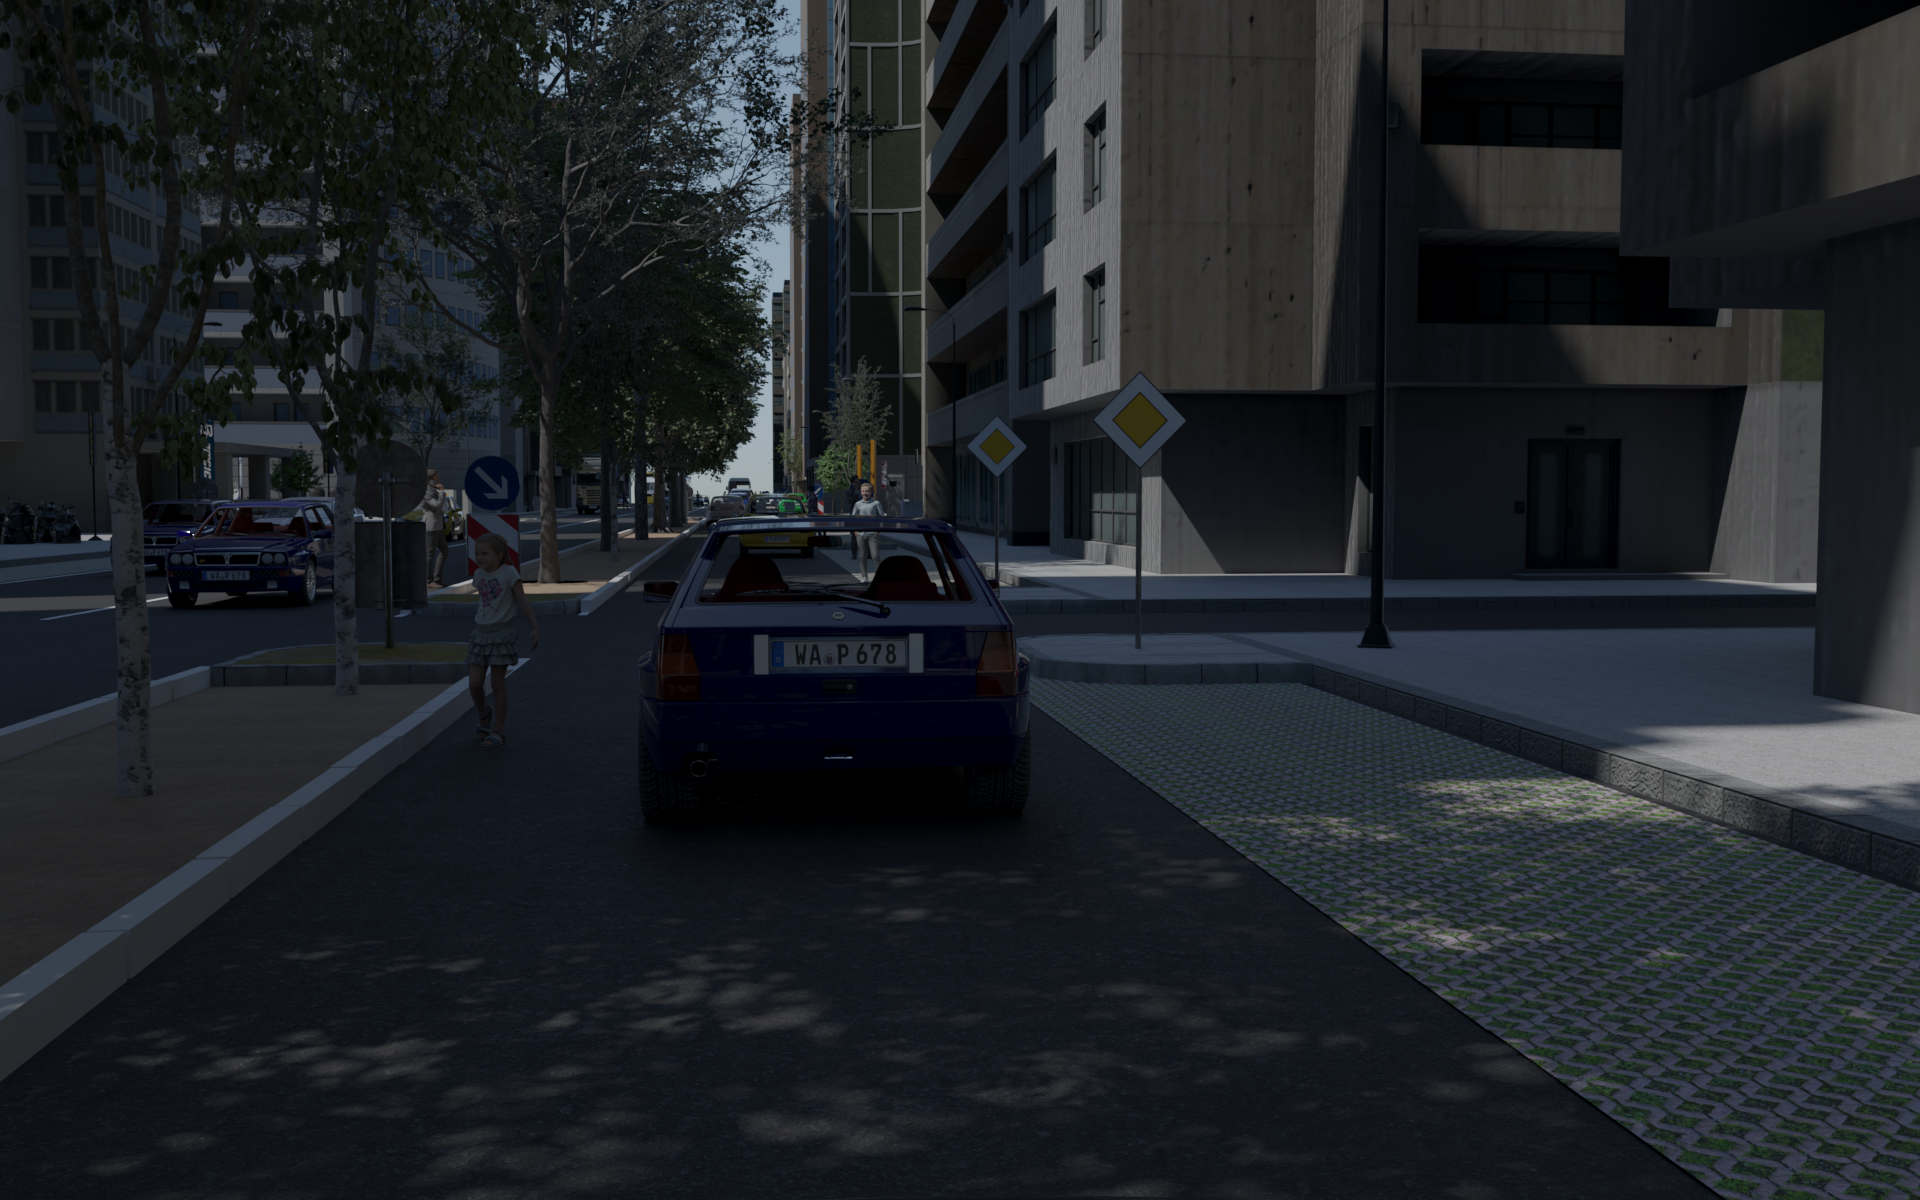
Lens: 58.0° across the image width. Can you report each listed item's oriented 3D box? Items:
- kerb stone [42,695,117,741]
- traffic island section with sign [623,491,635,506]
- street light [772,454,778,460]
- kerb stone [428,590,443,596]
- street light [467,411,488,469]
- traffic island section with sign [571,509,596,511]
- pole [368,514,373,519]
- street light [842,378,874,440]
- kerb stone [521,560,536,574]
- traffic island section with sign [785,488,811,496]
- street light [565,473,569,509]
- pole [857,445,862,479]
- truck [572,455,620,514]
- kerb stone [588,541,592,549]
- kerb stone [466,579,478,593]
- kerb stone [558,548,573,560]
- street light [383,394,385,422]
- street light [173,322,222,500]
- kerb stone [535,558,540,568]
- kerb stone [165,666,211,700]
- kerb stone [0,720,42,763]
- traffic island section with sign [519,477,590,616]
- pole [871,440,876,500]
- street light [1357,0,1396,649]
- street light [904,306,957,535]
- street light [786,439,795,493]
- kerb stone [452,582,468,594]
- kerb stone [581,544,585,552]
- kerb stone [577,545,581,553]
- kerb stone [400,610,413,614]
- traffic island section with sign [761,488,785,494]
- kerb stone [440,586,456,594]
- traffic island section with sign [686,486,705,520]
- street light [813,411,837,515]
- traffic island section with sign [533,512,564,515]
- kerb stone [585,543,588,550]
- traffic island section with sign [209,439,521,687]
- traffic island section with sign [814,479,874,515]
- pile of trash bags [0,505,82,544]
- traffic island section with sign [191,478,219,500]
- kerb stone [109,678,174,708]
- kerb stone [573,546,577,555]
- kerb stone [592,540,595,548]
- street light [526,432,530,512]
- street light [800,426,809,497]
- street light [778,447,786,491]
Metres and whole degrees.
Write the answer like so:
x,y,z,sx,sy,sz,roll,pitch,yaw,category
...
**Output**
x,y,z,sx,sy,sz,roll,pitch,yaw,category
-5.309,0.722,10.417,0.120,0.150,1.000,0,4,-7,kerb stone
-38.672,-11.750,200.733,1.989,1.847,2.006,0,4,-7,traffic island section with sign
-20.743,-13.985,201.201,1.470,5.913,1.316,0,4,-7,street light
-6.781,0.004,22.128,0.120,0.150,1.000,0,4,-7,kerb stone
-26.858,-7.582,96.506,1.470,5.913,1.316,0,4,-7,street light
-31.769,-8.418,146.269,1.989,1.847,2.006,0,4,-7,traffic island section with sign
-29.994,-5.762,88.055,0.158,3.312,0.155,0,3,0,pole
-4.030,-5.933,69.549,1.470,5.913,1.316,0,4,-7,street light
-8.074,-0.618,32.306,0.120,0.150,1.000,0,4,-7,kerb stone
-6.106,-3.859,71.730,1.989,1.847,2.006,0,4,-7,traffic island section with sign
-33.836,-10.926,151.186,1.470,5.913,1.316,0,4,-7,street light
-4.180,-4.794,72.221,0.158,3.312,0.155,0,3,0,pole
-26.147,-8.329,125.085,2.839,4.237,11.283,0,4,-8,truck
-9.620,-1.364,44.497,0.120,0.150,1.000,0,4,-7,kerb stone
-7.180,-0.179,25.199,0.120,0.150,1.000,0,4,-7,kerb stone
-8.976,-1.052,39.417,0.120,0.150,1.000,0,4,-7,kerb stone
-24.044,-6.208,74.034,1.470,5.913,1.316,0,4,-7,street light
-20.565,-4.538,46.736,1.470,5.913,1.316,0,4,-7,street light
-8.208,-0.680,33.320,0.120,0.150,1.000,0,4,-7,kerb stone
-5.553,0.600,12.450,0.120,0.150,1.000,0,4,-7,kerb stone
-5.174,0.782,9.404,0.120,0.150,1.000,0,4,-7,kerb stone
-5.621,-0.799,21.196,2.006,1.907,1.989,0,4,-7,traffic island section with sign
-3.256,-4.365,65.211,0.158,3.312,0.155,0,3,0,pole
2.958,-2.554,14.293,1.470,5.913,1.316,0,4,-7,street light
-0.682,-4.312,43.049,1.470,5.913,1.316,0,4,-7,street light
-13.672,-10.587,145.631,1.470,5.913,1.316,0,4,-7,street light
-7.047,-0.121,24.174,0.120,0.150,1.000,0,4,-7,kerb stone
-9.365,-1.240,42.469,0.120,0.150,1.000,0,4,-7,kerb stone
-9.239,-1.170,41.449,0.120,0.150,1.000,0,4,-7,kerb stone
-6.664,0.070,21.110,0.120,0.150,1.000,0,4,-7,kerb stone
-15.820,-8.541,148.274,1.989,1.847,2.006,0,4,-7,traffic island section with sign
-6.916,-0.056,23.152,0.120,0.150,1.000,0,4,-7,kerb stone
-15.084,-5.358,95.739,2.006,1.907,1.989,0,4,-7,traffic island section with sign
-7.510,-7.587,96.588,1.470,5.913,1.316,0,4,-7,street light
-28.371,-6.783,119.528,1.989,1.847,2.006,0,4,-7,traffic island section with sign
-9.497,-1.302,43.482,0.120,0.150,1.000,0,4,-7,kerb stone
-4.699,-0.349,13.847,2.006,1.907,1.989,0,4,-7,traffic island section with sign
-2.718,-2.224,44.988,1.989,1.847,2.006,0,4,-7,traffic island section with sign
-24.596,-2.130,44.572,3.447,1.369,1.912,-3,4,-36,pile of trash bags
-18.592,-2.066,42.401,1.989,1.847,2.006,0,4,-7,traffic island section with sign
-5.430,0.658,11.432,0.120,0.150,1.000,0,4,-7,kerb stone
-9.105,-1.114,40.435,0.120,0.150,1.000,0,4,-7,kerb stone
-9.755,-1.426,45.512,0.120,0.150,1.000,0,4,-7,kerb stone
-30.355,-9.248,123.751,1.470,5.913,1.316,0,4,-7,street light
-10.282,-8.966,119.137,1.470,5.913,1.316,0,4,-7,street light
-17.110,-12.238,172.634,1.470,5.913,1.316,0,4,-7,street light
